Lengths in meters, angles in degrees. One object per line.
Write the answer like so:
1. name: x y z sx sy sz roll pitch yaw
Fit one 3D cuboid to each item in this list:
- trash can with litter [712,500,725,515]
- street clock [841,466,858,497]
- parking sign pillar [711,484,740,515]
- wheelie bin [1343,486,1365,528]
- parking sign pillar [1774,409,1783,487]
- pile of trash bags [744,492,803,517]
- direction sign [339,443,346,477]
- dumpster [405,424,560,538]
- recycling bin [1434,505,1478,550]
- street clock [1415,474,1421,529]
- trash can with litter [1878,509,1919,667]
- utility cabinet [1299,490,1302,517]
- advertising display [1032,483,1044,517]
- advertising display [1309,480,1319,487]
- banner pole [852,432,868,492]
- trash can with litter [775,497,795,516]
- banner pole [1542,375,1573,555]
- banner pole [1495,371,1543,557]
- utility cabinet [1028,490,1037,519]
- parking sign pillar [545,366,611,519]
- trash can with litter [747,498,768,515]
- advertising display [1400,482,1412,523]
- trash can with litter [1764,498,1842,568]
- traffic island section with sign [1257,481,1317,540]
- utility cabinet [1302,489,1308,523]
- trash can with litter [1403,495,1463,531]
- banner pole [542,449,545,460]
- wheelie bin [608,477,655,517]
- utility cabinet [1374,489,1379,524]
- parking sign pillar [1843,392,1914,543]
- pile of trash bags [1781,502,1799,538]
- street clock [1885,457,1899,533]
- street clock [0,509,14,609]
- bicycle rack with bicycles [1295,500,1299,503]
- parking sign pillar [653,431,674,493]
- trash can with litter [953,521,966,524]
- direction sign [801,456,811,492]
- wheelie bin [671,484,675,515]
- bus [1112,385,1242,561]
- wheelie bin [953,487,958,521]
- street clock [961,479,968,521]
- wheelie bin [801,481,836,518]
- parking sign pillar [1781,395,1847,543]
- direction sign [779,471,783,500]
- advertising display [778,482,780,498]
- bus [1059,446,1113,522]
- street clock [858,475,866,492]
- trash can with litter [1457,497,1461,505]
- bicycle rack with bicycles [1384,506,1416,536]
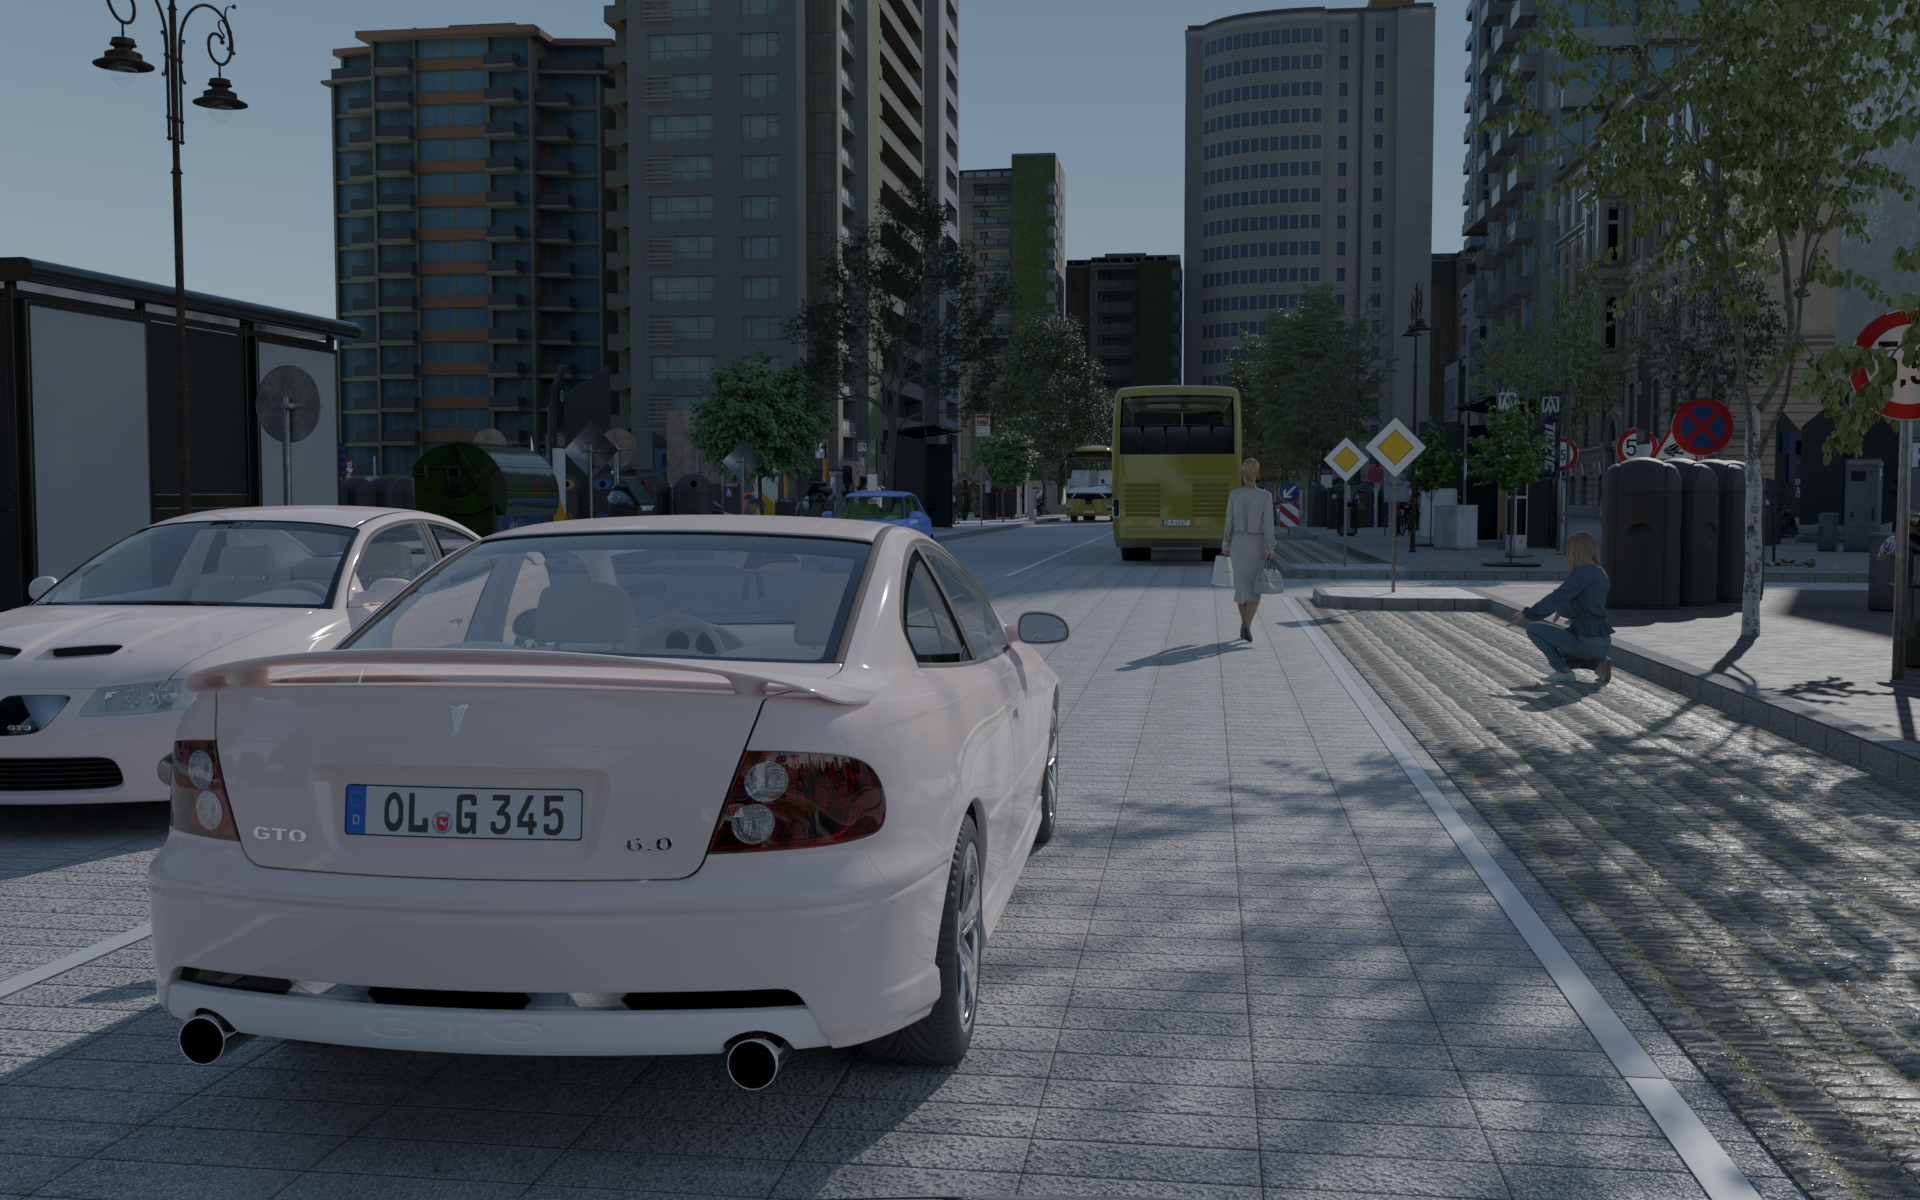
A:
1. trash can with litter: -6.023 -1.968 43.558 1.055 1.170 0.624 2 4 33
2. street clock: -2.880 -2.433 44.342 0.358 2.002 0.471 0 4 -6
3. parking sign pillar: -9.245 -4.872 68.133 1.447 3.967 1.447 2 4 35
4. wheelie bin: 14.968 -3.535 65.709 0.693 1.594 0.980 -1 4 -21
5. parking sign pillar: 26.479 -4.068 54.992 1.447 3.967 1.447 -2 4 -27
6. pile of trash bags: -8.351 -4.315 80.302 3.447 1.369 1.912 0 4 -1
7. direction sign: -27.820 -5.218 77.308 0.876 3.537 0.379 0 4 3
8. dumpster: -6.635 -1.321 24.096 1.502 2.255 1.985 0 4 8
9. recycling bin: 11.467 -1.683 40.066 0.722 1.027 0.722 -2 4 -34
10. street clock: 16.503 -3.548 62.573 0.358 2.002 0.471 1 4 13
11. trash can with litter: 7.437 -0.088 12.828 1.055 1.170 0.624 0 4 2
12. utility cabinet: 19.599 -5.441 97.638 1.173 1.500 0.318 -3 5 -40
13. advertising display: 4.427 -5.662 97.788 0.123 1.923 0.974 -2 4 -34
14. advertising display: 16.721 -4.693 81.942 0.123 1.923 0.974 2 4 32
15. banner pole: -4.085 -4.890 69.966 0.863 3.779 0.401 2 4 28
16. trash can with litter: -11.639 -5.977 108.782 2.233 1.210 1.678 0 4 4
17. banner pole: 12.683 -2.861 36.798 0.863 3.779 0.401 3 4 38
18. banner pole: 11.331 -2.777 35.415 0.863 3.779 0.401 0 4 -1
19. utility cabinet: 3.694 -4.849 87.966 0.318 1.500 1.173 1 4 9
20. parking sign pillar: -8.014 -2.929 36.369 1.447 3.967 1.447 -2 4 -26
21. trash can with litter: -6.010 -2.433 51.174 0.624 1.170 1.055 0 4 -2
22. advertising display: 20.077 -4.437 77.753 0.123 1.923 0.974 -2 4 -24
23. trash can with litter: 14.594 -1.215 30.930 1.678 1.210 2.233 -2 4 -26
24. traffic island section with sign: 10.288 -2.829 54.876 1.989 1.847 2.006 0 4 8
25. utility cabinet: 15.235 -4.068 75.199 0.318 1.500 1.173 0 4 0
26. trash can with litter: 16.139 -3.031 60.618 1.678 1.210 2.233 -1 4 -22
27. banner pole: -23.186 -6.521 96.627 0.401 3.779 0.863 0 4 4
28. wheelie bin: -6.040 -1.457 31.736 0.693 1.594 0.980 1 4 14
29. utility cabinet: 18.233 -3.995 74.002 1.173 1.500 0.318 -1 4 -23
30. parking sign pillar: 22.486 -3.290 42.260 1.447 3.967 1.447 2 4 26
31. pile of trash bags: 24.029 -2.522 50.981 3.447 1.369 1.912 0 4 -2
32. street clock: 18.207 -1.775 33.592 0.471 2.002 0.358 3 5 45
33. street clock: -10.684 -0.897 19.243 0.471 2.002 0.358 2 4 27
34. bicycle rack with bicycles: 20.937 -5.500 103.303 2.852 0.926 2.925 1 4 20
35. parking sign pillar: -12.338 -5.193 73.379 1.447 3.967 1.447 -1 4 -13
36. trash can with litter: -0.574 -3.869 74.309 1.678 1.210 2.233 0 4 -2
37. direction sign: -8.969 -6.641 100.584 0.379 3.537 0.876 -3 5 -44
38. wheelie bin: -8.485 -2.764 53.105 0.980 1.594 0.693 2 4 25
39. bus: 5.009 -2.956 39.882 2.896 3.916 12.252 0 4 7
40. wheelie bin: -0.536 -4.451 80.678 0.980 1.594 0.693 2 4 34
41. street clock: 0.218 -4.852 83.907 0.358 2.002 0.471 -1 4 -14
42. wheelie bin: -3.527 -2.181 43.565 0.693 1.594 0.980 2 4 32
43. parking sign pillar: 23.074 -3.524 46.091 1.447 3.967 1.447 -2 4 -25
44. direction sign: -6.622 -4.437 64.549 0.379 3.537 0.876 1 4 18
45. advertising display: -9.491 -5.217 90.509 0.123 1.923 0.974 0 4 -8
46. bus: 7.392 -6.106 91.377 2.896 3.916 12.252 1 4 10
47. street clock: -3.742 -3.665 64.494 0.358 2.002 0.471 -3 5 -41
48. trash can with litter: 19.029 -3.390 66.812 0.624 1.170 1.055 1 4 21
49. bicycle rack with bicycles: 14.044 -2.429 53.095 2.852 0.926 2.925 3 5 39
